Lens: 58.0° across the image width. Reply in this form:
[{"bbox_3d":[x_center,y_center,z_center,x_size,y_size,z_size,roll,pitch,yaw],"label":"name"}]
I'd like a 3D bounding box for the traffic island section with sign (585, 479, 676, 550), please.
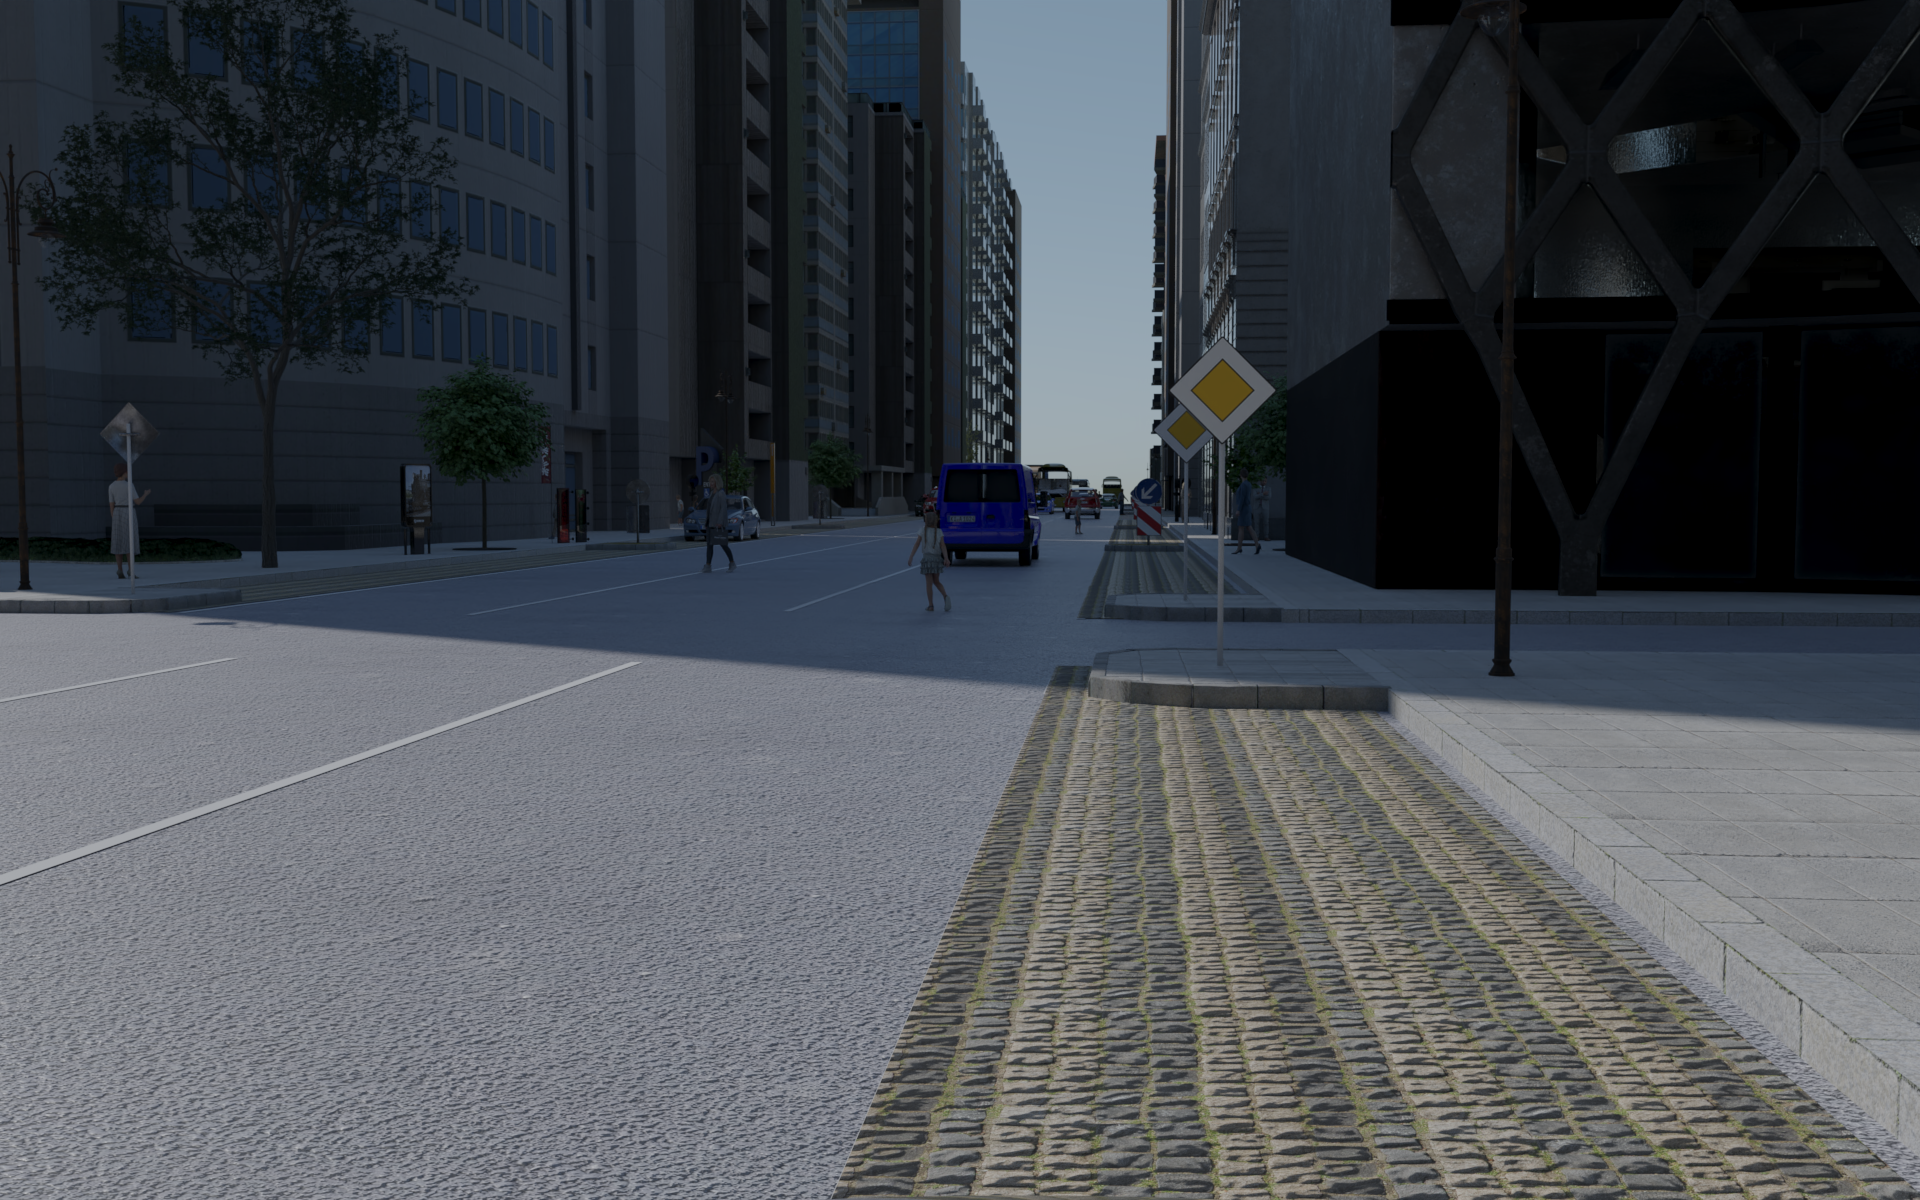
[{"bbox_3d":[-8.428,-2.209,44.743,1.989,1.847,2.006,0,4,6],"label":"traffic island section with sign"}]

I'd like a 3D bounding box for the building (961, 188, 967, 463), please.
[{"bbox_3d":[-6.953,-23.591,157.416,14.160,30.474,14.107,0,4,6],"label":"building"}]

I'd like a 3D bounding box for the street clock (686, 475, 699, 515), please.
[{"bbox_3d":[-9.973,-3.668,64.543,0.358,2.002,0.471,3,4,38],"label":"street clock"}]

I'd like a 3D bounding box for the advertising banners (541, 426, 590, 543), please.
[{"bbox_3d":[-10.344,-2.997,45.188,0.090,3.025,2.074,2,4,24],"label":"advertising banners"}]

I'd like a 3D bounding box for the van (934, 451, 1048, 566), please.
[{"bbox_3d":[0.655,-1.954,36.332,2.240,2.365,5.245,0,4,5],"label":"van"}]

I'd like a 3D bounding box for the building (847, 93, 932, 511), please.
[{"bbox_3d":[-9.851,-21.824,128.531,14.160,30.474,14.107,0,4,6],"label":"building"}]

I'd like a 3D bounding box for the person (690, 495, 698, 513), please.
[{"bbox_3d":[-9.310,-3.065,60.828,0.362,1.253,0.373,3,4,36],"label":"person"}]

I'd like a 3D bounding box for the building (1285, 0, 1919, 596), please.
[{"bbox_3d":[14.401,-9.760,27.028,16.811,18.784,16.820,0,4,6],"label":"building"}]

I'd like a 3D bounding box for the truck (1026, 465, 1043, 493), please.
[{"bbox_3d":[6.954,-10.892,166.994,2.839,4.237,11.283,0,4,6],"label":"truck"}]

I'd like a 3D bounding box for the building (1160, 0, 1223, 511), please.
[{"bbox_3d":[23.004,-29.601,134.087,14.600,45.320,14.200,0,4,6],"label":"building"}]

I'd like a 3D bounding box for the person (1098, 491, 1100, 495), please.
[{"bbox_3d":[17.972,-13.187,224.071,0.705,1.831,1.348,0,4,-1],"label":"person"}]

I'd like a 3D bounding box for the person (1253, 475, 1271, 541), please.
[{"bbox_3d":[8.212,-2.498,47.060,0.511,1.800,0.466,0,4,-7],"label":"person"}]

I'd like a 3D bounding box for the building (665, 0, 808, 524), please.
[{"bbox_3d":[-15.187,-18.796,79.019,14.160,30.474,14.107,0,4,6],"label":"building"}]

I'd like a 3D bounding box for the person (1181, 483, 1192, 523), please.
[{"bbox_3d":[9.992,-4.288,76.342,0.537,1.800,0.526,-1,4,-11],"label":"person"}]

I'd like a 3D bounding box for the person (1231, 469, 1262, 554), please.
[{"bbox_3d":[6.075,-1.877,36.749,0.581,1.822,0.654,-3,5,-44],"label":"person"}]

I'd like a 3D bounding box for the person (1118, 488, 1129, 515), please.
[{"bbox_3d":[10.981,-6.639,117.126,0.705,1.814,1.350,2,4,34],"label":"person"}]

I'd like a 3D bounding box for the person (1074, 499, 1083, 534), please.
[{"bbox_3d":[4.233,-2.967,61.700,0.332,1.250,0.352,-1,4,-23],"label":"person"}]

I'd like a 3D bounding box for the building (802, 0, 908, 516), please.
[{"bbox_3d":[-20.215,-25.581,110.135,32.217,40.220,23.993,0,4,6],"label":"building"}]

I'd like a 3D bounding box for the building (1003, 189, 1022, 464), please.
[{"bbox_3d":[1.470,-36.567,247.987,14.600,45.320,14.200,0,4,6],"label":"building"}]

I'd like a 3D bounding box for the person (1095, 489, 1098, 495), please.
[{"bbox_3d":[10.070,-7.359,128.822,0.705,1.823,1.348,2,4,31],"label":"person"}]

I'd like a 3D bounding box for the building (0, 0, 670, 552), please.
[{"bbox_3d":[-22.567,-31.048,49.637,21.231,58.520,28.212,0,4,6],"label":"building"}]

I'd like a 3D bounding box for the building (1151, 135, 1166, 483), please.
[{"bbox_3d":[34.173,-33.820,207.579,22.147,44.769,28.867,0,4,6],"label":"building"}]

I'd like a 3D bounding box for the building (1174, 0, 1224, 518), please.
[{"bbox_3d":[24.605,-34.863,112.003,21.231,58.520,28.212,0,4,6],"label":"building"}]

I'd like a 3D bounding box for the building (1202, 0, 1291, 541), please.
[{"bbox_3d":[13.027,-12.635,55.731,9.793,20.994,18.267,0,4,6],"label":"building"}]

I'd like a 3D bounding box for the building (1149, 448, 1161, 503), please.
[{"bbox_3d":[37.425,-56.473,236.008,22.319,86.520,31.000,0,4,6],"label":"building"}]

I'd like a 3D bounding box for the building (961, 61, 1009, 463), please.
[{"bbox_3d":[-7.755,-35.243,195.835,23.786,49.044,30.456,0,4,6],"label":"building"}]

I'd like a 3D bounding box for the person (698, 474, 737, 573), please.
[{"bbox_3d":[-4.384,-1.400,31.565,0.728,1.800,0.709,-2,4,-34],"label":"person"}]

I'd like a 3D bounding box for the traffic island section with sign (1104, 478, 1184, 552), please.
[{"bbox_3d":[4.651,-2.146,43.713,1.989,1.847,2.006,0,4,6],"label":"traffic island section with sign"}]

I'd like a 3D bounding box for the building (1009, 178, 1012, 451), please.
[{"bbox_3d":[-4.833,-37.094,226.094,23.786,49.044,30.456,0,4,6],"label":"building"}]

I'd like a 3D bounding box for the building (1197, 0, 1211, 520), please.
[{"bbox_3d":[17.034,-18.461,79.322,11.434,29.767,29.804,0,4,6],"label":"building"}]

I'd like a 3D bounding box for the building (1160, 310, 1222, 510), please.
[{"bbox_3d":[32.215,-18.995,155.613,27.650,21.520,28.899,0,4,6],"label":"building"}]

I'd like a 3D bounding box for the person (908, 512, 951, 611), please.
[{"bbox_3d":[-0.372,-0.466,21.140,0.505,1.210,0.382,-1,4,-16],"label":"person"}]

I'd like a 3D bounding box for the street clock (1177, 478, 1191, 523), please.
[{"bbox_3d":[10.190,-4.495,78.058,0.358,2.002,0.471,-2,4,-27],"label":"street clock"}]

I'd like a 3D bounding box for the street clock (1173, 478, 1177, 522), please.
[{"bbox_3d":[9.994,-4.601,79.789,0.358,2.002,0.471,0,4,4],"label":"street clock"}]

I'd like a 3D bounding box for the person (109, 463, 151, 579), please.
[{"bbox_3d":[-12.599,-1.202,26.266,0.480,1.755,0.524,0,4,7],"label":"person"}]

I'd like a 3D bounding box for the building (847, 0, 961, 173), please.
[{"bbox_3d":[-7.484,-30.135,142.821,14.600,45.320,14.200,0,4,6],"label":"building"}]

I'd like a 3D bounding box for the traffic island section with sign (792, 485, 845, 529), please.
[{"bbox_3d":[-5.811,-3.850,71.571,1.989,1.847,2.006,0,4,6],"label":"traffic island section with sign"}]
